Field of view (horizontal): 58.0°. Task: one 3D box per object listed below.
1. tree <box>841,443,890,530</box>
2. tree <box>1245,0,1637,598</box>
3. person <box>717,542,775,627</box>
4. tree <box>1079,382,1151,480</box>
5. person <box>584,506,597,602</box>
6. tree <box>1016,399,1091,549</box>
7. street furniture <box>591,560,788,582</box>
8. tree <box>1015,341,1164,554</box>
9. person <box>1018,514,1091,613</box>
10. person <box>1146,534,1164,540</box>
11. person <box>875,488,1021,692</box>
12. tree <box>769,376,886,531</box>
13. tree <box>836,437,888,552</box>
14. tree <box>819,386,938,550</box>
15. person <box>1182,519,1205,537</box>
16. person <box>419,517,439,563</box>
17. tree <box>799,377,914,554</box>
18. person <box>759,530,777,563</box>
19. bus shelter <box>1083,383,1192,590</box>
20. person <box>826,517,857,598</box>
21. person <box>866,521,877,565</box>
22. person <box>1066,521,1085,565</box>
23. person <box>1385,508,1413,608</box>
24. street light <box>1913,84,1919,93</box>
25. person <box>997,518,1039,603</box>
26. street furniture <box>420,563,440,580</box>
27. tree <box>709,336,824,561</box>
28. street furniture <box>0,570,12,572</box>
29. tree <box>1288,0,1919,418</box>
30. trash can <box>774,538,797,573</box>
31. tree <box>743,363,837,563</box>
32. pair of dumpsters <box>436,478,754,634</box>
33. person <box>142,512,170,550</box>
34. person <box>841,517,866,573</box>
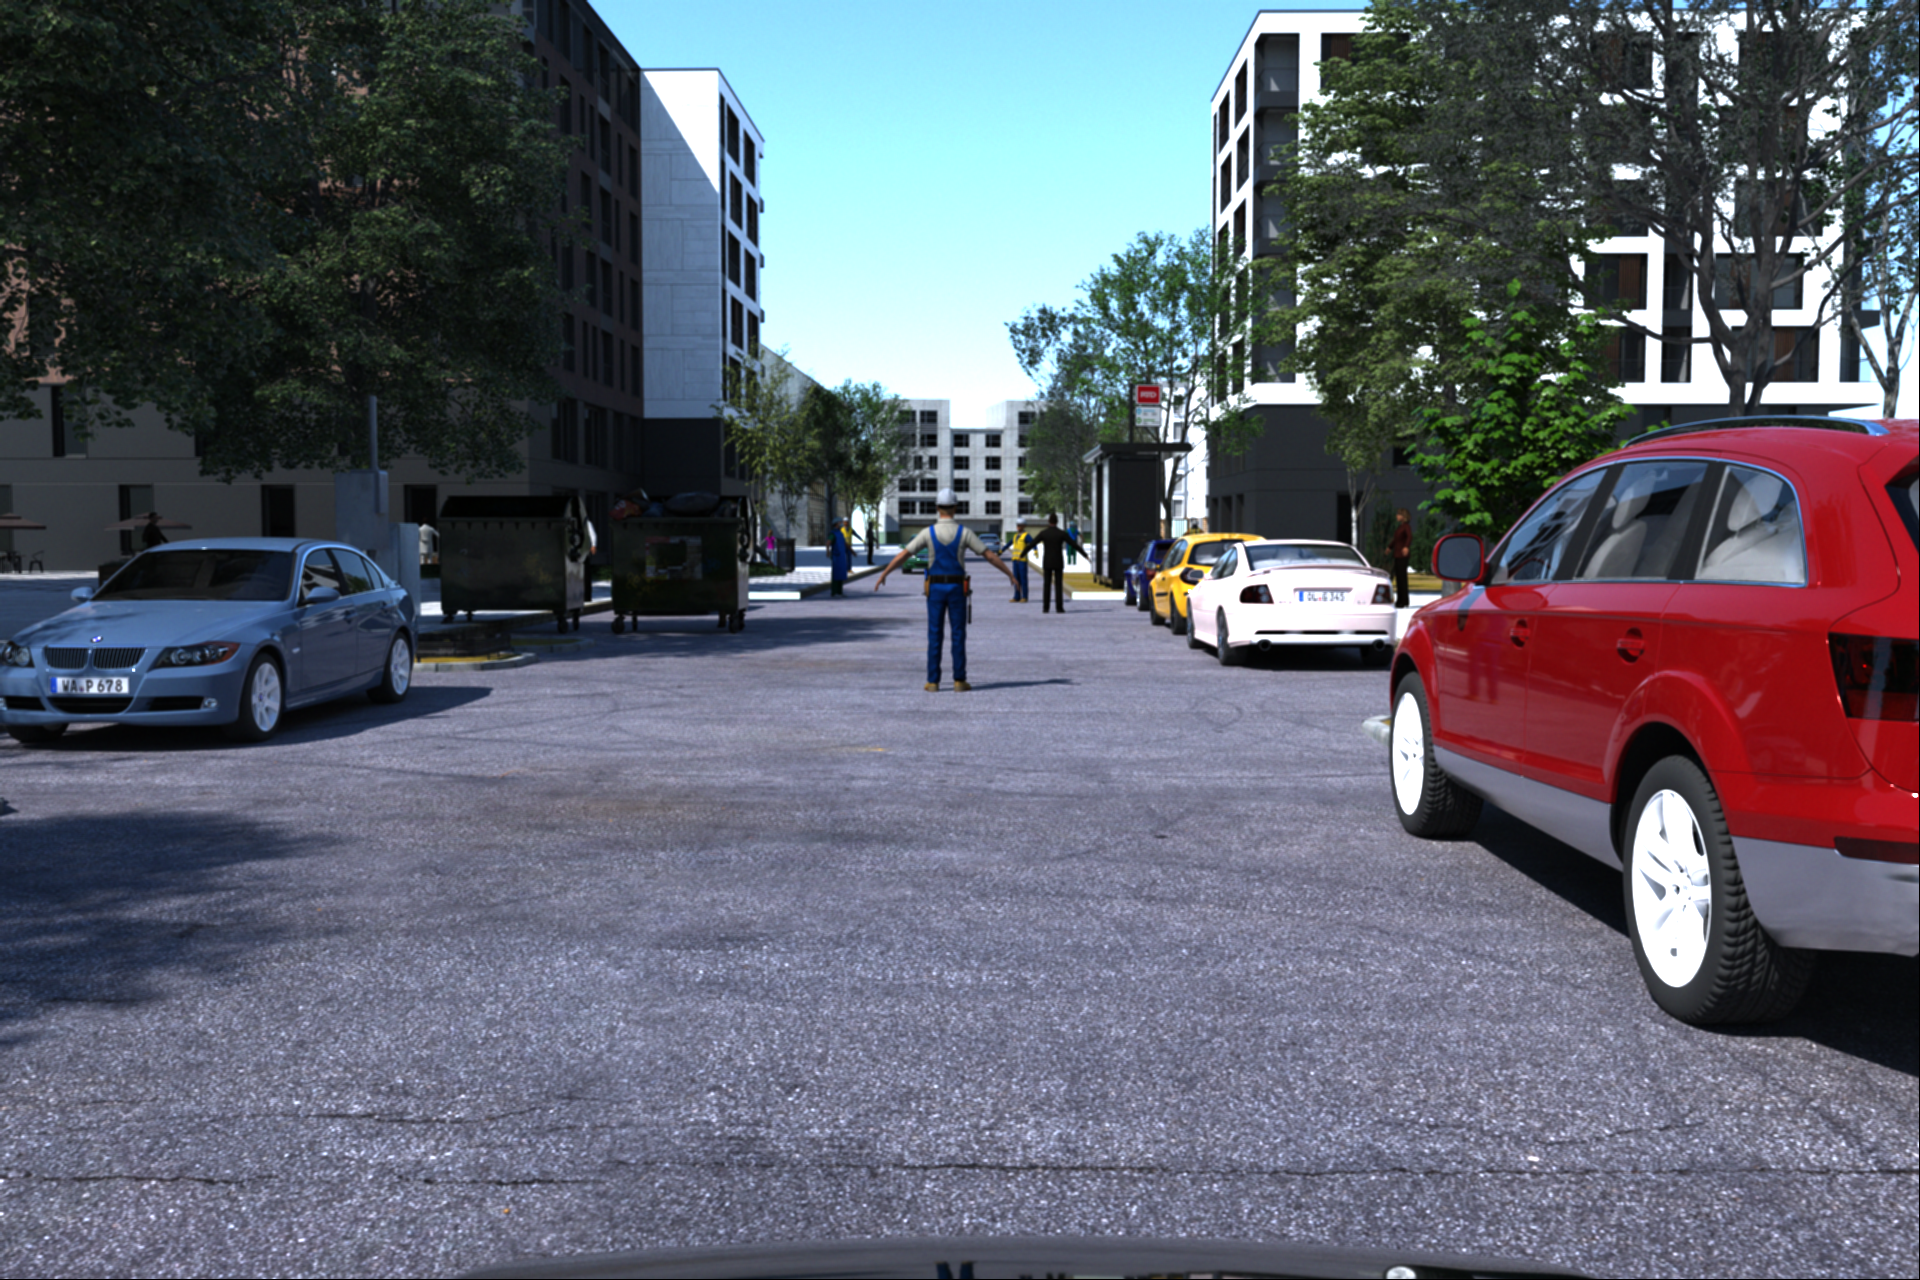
[{"bbox_3d":[-7.243,-11.259,134.448,4.737,8.622,4.395,0,3,0],"label":"tree"},{"bbox_3d":[9.312,-7.080,33.887,7.486,12.596,7.792,0,3,0],"label":"tree"},{"bbox_3d":[-3.536,-1.097,26.657,1.348,1.796,0.705,-1,4,-13],"label":"person"},{"bbox_3d":[8.020,-8.118,83.093,4.360,8.622,3.978,0,3,0],"label":"tree"},{"bbox_3d":[-7.125,-1.620,32.650,0.704,1.810,1.344,-3,4,-38],"label":"person"},{"bbox_3d":[8.420,-13.848,144.547,7.486,12.596,7.792,0,3,0],"label":"tree"},{"bbox_3d":[-8.111,-2.073,49.523,5.734,0.657,10.072,0,4,8],"label":"street furniture"},{"bbox_3d":[8.414,-12.183,109.563,12.009,13.543,11.850,0,3,0],"label":"tree"},{"bbox_3d":[1.700,-1.395,31.494,1.346,1.802,0.704,1,4,11],"label":"person"},{"bbox_3d":[7.956,-4.066,72.660,1.347,1.806,0.705,-1,4,-12],"label":"person"},{"bbox_3d":[-0.118,-0.459,15.819,1.347,1.847,0.705,0,4,3],"label":"person"},{"bbox_3d":[-7.832,-10.303,102.868,7.601,10.594,8.767,0,4,6],"label":"tree"},{"bbox_3d":[-7.005,-10.791,126.801,4.737,8.622,4.395,0,3,0],"label":"tree"},{"bbox_3d":[-6.914,-14.257,143.474,12.009,13.543,11.850,0,3,0],"label":"tree"},{"bbox_3d":[9.076,-3.738,66.884,1.354,1.858,0.705,1,4,15],"label":"person"},{"bbox_3d":[-16.895,-2.974,54.806,1.347,1.806,0.705,-1,4,-20],"label":"person"},{"bbox_3d":[-7.201,-11.473,113.343,9.928,11.665,9.643,0,3,0],"label":"tree"},{"bbox_3d":[-6.356,-3.008,58.452,0.991,1.433,0.599,1,4,20],"label":"person"},{"bbox_3d":[4.301,-4.053,43.897,2.179,5.291,8.768,0,4,0],"label":"bus shelter"},{"bbox_3d":[-2.726,-1.864,39.053,0.704,1.817,1.347,2,4,23],"label":"person"},{"bbox_3d":[-3.715,-4.059,72.493,0.705,1.813,1.348,-1,4,-16],"label":"person"},{"bbox_3d":[4.629,-4.026,71.959,1.347,1.817,0.704,-1,4,-23],"label":"person"},{"bbox_3d":[7.580,-1.418,29.991,0.721,1.729,1.215,0,4,-1],"label":"person"},{"bbox_3d":[7.766,-2.463,13.056,0.468,5.910,1.993,0,4,1],"label":"street light"},{"bbox_3d":[1.217,-1.676,36.325,0.721,1.772,1.216,-3,5,-43],"label":"person"},{"bbox_3d":[-16.725,-2.134,50.518,10.072,0.657,5.734,0,4,1],"label":"street furniture"},{"bbox_3d":[-7.393,-7.038,65.439,4.737,8.622,4.395,0,3,0],"label":"tree"},{"bbox_3d":[-31.697,-2.599,49.341,11.010,1.723,9.812,2,4,25],"label":"street furniture"},{"bbox_3d":[9.849,-6.808,21.681,12.009,13.543,11.850,0,3,0],"label":"tree"},{"bbox_3d":[-5.786,-2.806,57.523,0.748,1.137,0.748,0,3,0],"label":"trash can"},{"bbox_3d":[-7.728,-7.638,75.237,4.360,8.622,3.978,0,3,0],"label":"tree"},{"bbox_3d":[-5.279,-1.239,25.213,4.436,2.255,1.574,0,4,1],"label":"pair of dumpsters"},{"bbox_3d":[-19.764,-2.227,42.542,0.704,1.812,1.346,0,4,2],"label":"person"},{"bbox_3d":[-3.750,-3.131,57.155,1.349,1.833,0.705,-2,4,-24],"label":"person"}]
